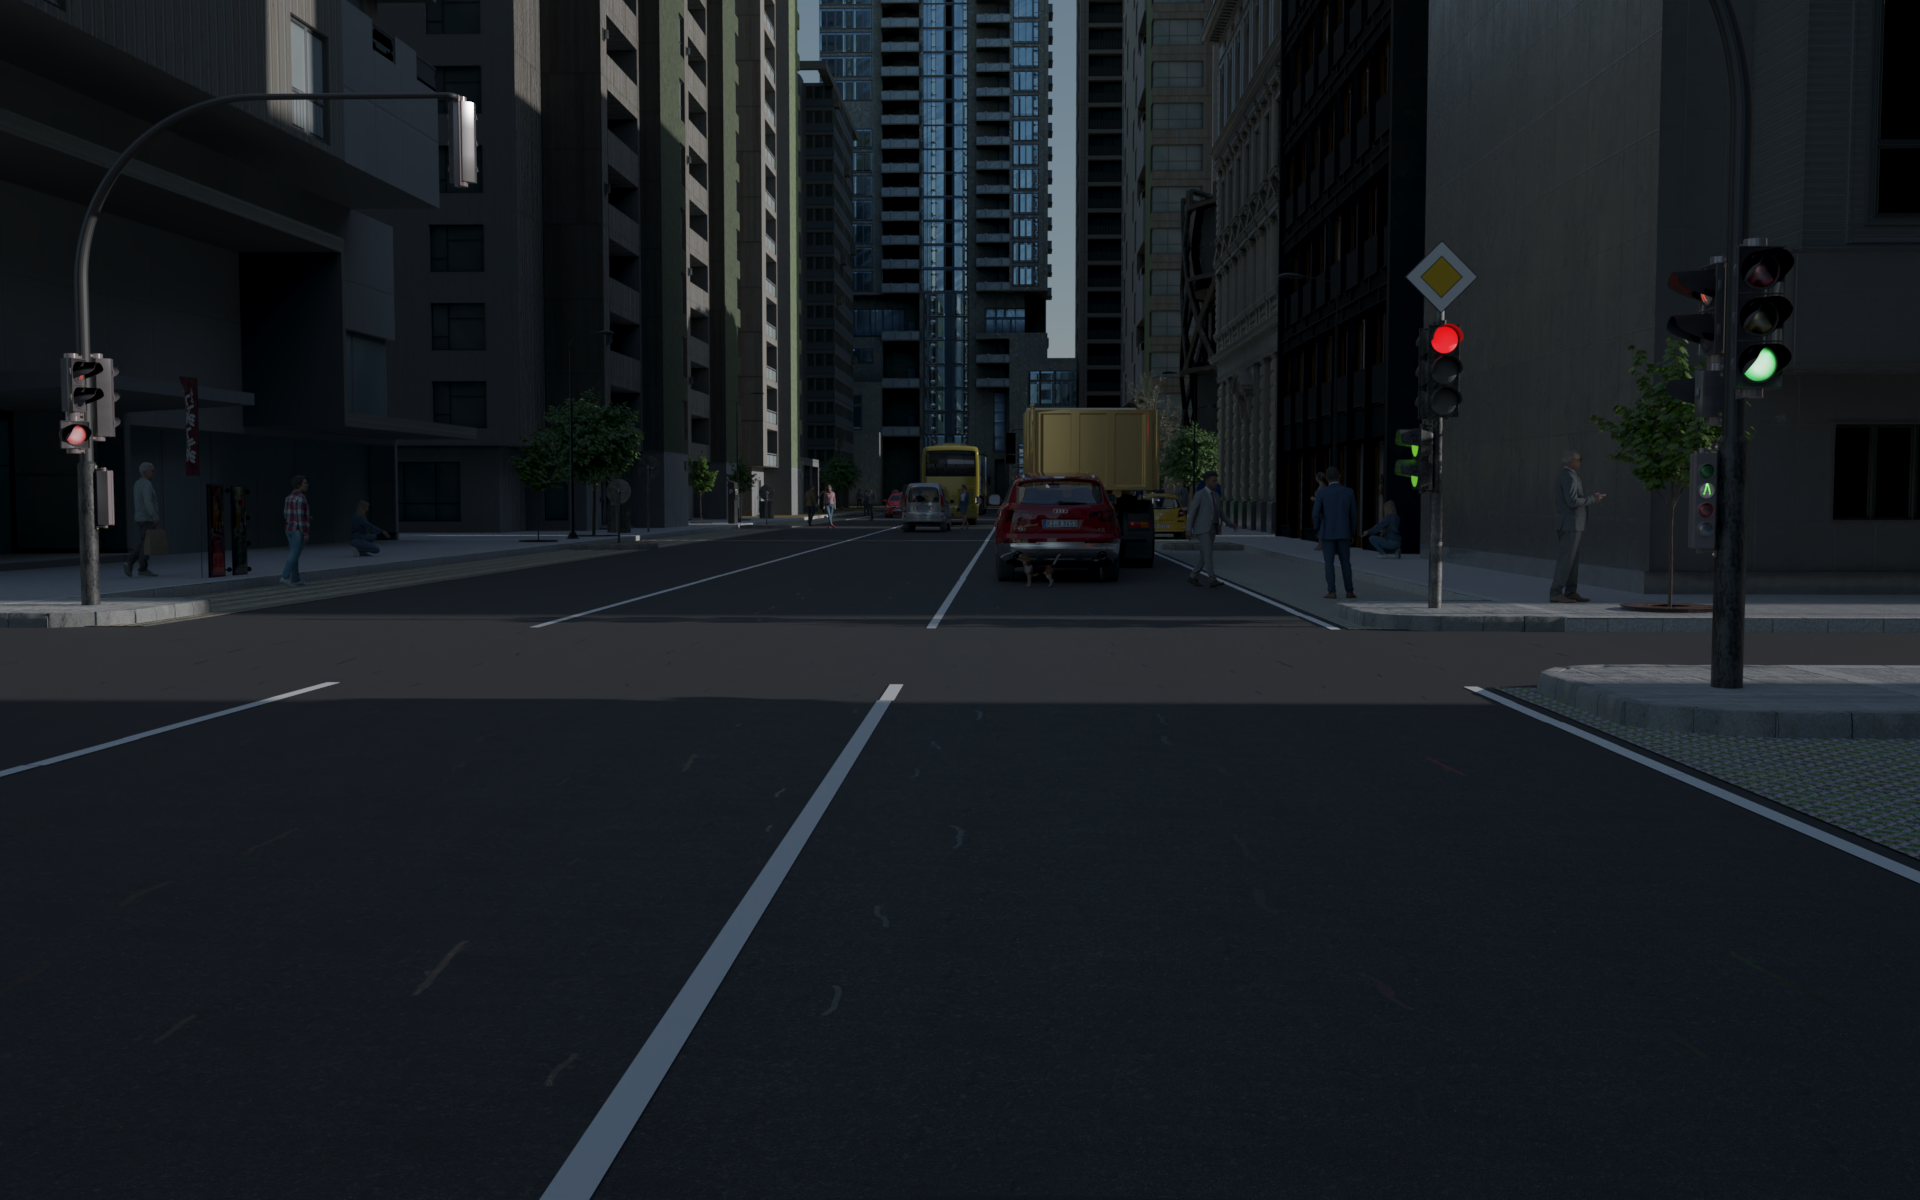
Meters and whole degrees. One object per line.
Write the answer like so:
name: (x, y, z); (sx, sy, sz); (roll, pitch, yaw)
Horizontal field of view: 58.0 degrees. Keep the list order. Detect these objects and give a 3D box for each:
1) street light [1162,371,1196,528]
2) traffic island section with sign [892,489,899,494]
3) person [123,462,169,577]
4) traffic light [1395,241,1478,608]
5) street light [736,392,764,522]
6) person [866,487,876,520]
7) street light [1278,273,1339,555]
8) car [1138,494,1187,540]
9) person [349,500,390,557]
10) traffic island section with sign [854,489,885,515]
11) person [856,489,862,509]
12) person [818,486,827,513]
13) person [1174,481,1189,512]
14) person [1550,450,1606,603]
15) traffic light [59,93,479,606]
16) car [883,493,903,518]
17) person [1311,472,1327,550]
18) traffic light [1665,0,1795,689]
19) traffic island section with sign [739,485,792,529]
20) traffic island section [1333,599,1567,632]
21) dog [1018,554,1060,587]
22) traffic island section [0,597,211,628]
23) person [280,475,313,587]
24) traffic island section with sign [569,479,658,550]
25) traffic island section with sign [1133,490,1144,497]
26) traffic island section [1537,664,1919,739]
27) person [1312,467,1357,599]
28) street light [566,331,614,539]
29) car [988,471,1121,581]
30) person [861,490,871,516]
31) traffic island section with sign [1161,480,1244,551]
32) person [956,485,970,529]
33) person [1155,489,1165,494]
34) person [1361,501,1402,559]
street light: (8.314, -5.683, 65.457); (1.470, 5.913, 1.316); (0, 4, 2)
traffic island section with sign: (-5.509, -8.585, 148.994); (1.989, 1.847, 2.006); (0, 4, 2)
person: (-12.535, -1.230, 26.638); (0.515, 1.767, 0.782); (-3, 5, -42)
traffic light: (5.330, -1.864, 19.395); (0.839, 4.253, 0.868); (0, 4, 2)
street light: (-9.592, -6.496, 78.751); (1.470, 5.913, 1.316); (0, 4, 2)
person: (-4.855, -5.256, 94.610); (0.473, 1.802, 0.592); (-1, 4, -23)
street light: (7.384, -3.916, 36.564); (1.470, 5.913, 1.316); (0, 4, 2)
car: (6.332, -2.783, 55.719); (2.015, 1.641, 3.980); (0, 4, 3)
person: (-12.218, -1.475, 35.664); (0.738, 1.151, 1.012); (-2, 4, -29)
traffic island section with sign: (-6.376, -6.937, 122.053); (1.989, 1.847, 2.006); (0, 4, 2)
person: (-8.792, -8.836, 151.047); (0.617, 1.759, 0.750); (-1, 4, -8)
person: (-8.980, -6.697, 115.545); (1.348, 1.823, 0.705); (-3, 5, -42)
person: (9.010, -3.954, 70.794); (0.694, 1.812, 0.767); (0, 4, 8)
person: (7.265, -0.868, 20.411); (0.590, 1.801, 0.661); (1, 4, 9)
traffic light: (-7.930, -2.763, 19.847); (4.771, 5.953, 1.251); (0, 4, 2)
car: (-3.546, -5.877, 105.133); (2.155, 1.783, 4.494); (0, 4, 3)
person: (8.178, -2.020, 39.415); (0.374, 1.781, 0.599); (1, 4, 21)
traffic light: (2.975, -2.243, 11.341); (4.771, 5.953, 1.251); (0, 4, 2)
traffic island section with sign: (-8.035, -3.873, 71.944); (1.989, 1.847, 2.006); (0, 4, 2)
traffic island section: (5.369, 0.170, 19.508); (2.009, 0.180, 2.903); (0, 4, 2)
dog: (1.223, -0.456, 26.748); (0.540, 0.507, 0.406); (-3, 5, -42)
traffic island section: (-10.064, 0.139, 20.016); (2.009, 0.180, 2.903); (0, 4, 2)
person: (-10.306, -1.070, 26.838); (0.643, 1.720, 0.563); (-3, 5, -42)
traffic island section with sign: (-8.923, -2.222, 44.960); (1.989, 1.847, 2.006); (0, 4, 2)
traffic island section with sign: (7.078, -3.842, 71.439); (1.989, 1.847, 2.006); (0, 4, 2)
traffic island section: (5.108, 0.658, 11.527); (2.009, 0.180, 2.903); (0, 4, 2)
person: (5.132, -0.912, 23.592); (0.721, 1.800, 0.419); (-1, 4, -9)
street light: (-10.536, -4.698, 49.357); (1.470, 5.913, 1.316); (0, 4, 2)
car: (1.631, -1.309, 30.074); (2.281, 1.827, 5.304); (0, 4, 1)
person: (-6.100, -6.301, 112.330); (0.445, 1.727, 0.742); (3, 4, 36)
traffic island section with sign: (6.201, -2.194, 44.498); (1.989, 1.847, 2.006); (0, 4, 2)
person: (0.209, -3.857, 71.581); (0.654, 1.822, 0.581); (-3, 5, -41)
person: (10.184, -5.019, 88.291); (0.721, 1.800, 0.419); (-2, 4, -32)
person: (8.374, -1.399, 34.421); (1.012, 1.151, 0.738); (-3, 5, -41)
